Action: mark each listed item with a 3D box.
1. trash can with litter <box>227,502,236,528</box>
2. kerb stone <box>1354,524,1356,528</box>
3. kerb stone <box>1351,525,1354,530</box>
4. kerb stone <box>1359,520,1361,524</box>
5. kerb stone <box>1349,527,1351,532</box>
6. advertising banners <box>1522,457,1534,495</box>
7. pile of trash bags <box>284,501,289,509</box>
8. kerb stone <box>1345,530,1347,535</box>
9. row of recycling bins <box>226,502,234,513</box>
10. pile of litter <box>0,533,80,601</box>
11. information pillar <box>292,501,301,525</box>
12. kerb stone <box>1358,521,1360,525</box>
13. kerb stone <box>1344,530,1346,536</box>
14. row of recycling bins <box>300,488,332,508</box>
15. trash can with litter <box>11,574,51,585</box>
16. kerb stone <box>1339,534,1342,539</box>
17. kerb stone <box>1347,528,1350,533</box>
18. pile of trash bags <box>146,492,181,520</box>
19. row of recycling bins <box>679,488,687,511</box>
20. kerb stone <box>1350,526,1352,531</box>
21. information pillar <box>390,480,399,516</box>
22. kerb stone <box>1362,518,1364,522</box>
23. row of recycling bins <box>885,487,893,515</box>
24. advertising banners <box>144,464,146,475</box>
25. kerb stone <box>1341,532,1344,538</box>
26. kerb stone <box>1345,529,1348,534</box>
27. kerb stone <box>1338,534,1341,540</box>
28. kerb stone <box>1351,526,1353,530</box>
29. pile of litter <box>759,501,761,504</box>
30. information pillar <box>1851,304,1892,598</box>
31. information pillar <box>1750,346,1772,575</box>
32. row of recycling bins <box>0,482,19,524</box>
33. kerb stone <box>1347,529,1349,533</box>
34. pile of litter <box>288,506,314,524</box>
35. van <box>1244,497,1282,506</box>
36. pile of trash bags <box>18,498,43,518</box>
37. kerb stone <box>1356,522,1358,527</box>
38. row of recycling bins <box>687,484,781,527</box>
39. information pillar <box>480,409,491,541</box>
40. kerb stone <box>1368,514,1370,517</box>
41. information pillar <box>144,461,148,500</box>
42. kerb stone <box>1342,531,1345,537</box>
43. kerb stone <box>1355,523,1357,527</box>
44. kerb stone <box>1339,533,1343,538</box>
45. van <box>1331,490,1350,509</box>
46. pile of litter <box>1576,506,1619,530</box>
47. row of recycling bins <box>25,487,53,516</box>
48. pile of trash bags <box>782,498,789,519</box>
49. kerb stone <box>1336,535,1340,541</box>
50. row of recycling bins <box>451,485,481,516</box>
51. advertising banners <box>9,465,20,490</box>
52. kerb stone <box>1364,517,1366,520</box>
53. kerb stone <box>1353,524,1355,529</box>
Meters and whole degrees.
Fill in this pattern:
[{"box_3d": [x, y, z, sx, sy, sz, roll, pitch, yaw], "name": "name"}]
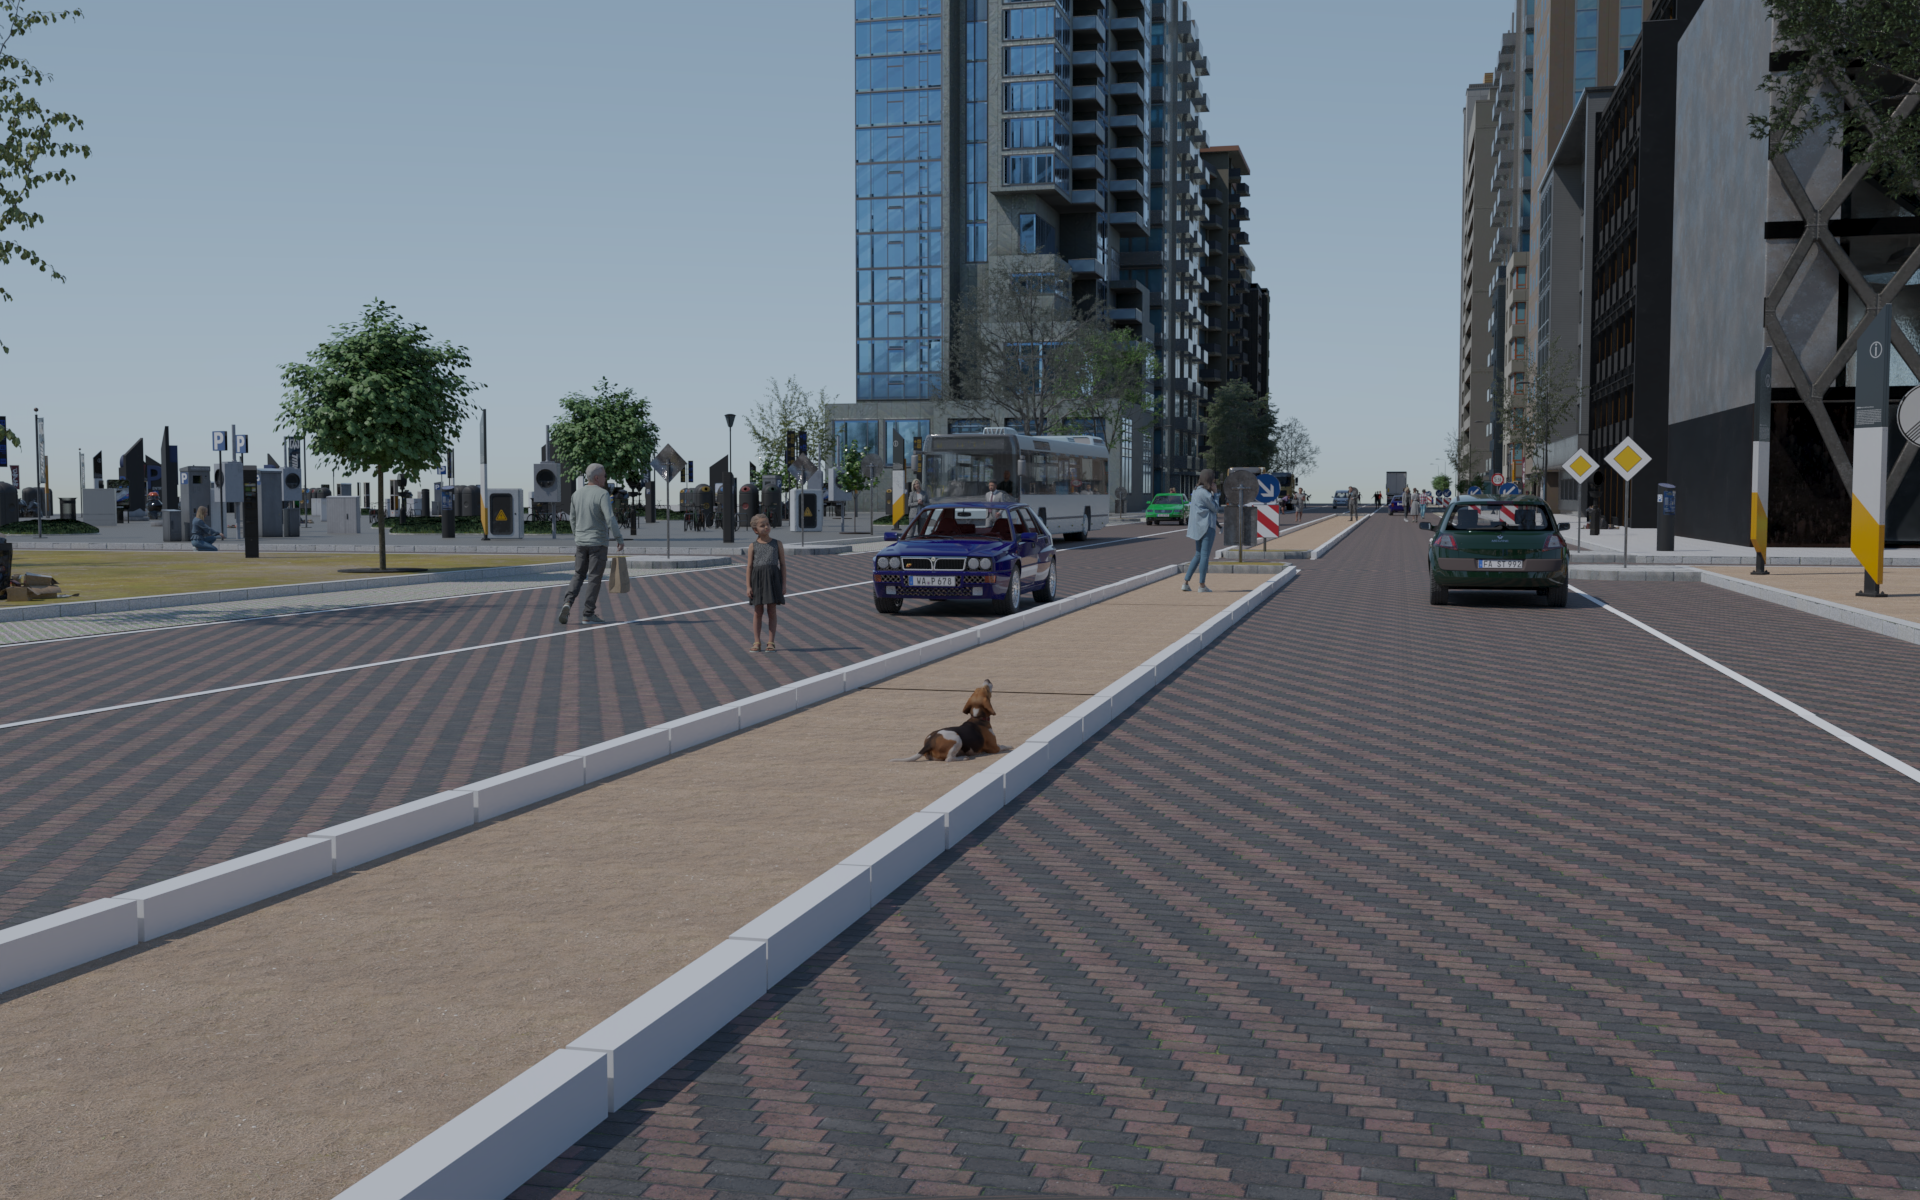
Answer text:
[{"box_3d": [-27.363, -3.365, 66.073, 1.678, 1.210, 2.233, -1, 4, -14], "name": "trash can with litter"}, {"box_3d": [15.500, -2.834, 68.634, 0.120, 0.150, 1.000, 1, 4, 14], "name": "kerb stone"}, {"box_3d": [14.747, -2.658, 65.647, 0.120, 0.150, 1.000, 1, 4, 14], "name": "kerb stone"}, {"box_3d": [17.778, -3.387, 77.576, 0.120, 0.150, 1.000, 1, 4, 14], "name": "kerb stone"}, {"box_3d": [13.986, -2.476, 62.670, 0.120, 0.150, 1.000, 1, 4, 14], "name": "kerb stone"}, {"box_3d": [26.551, -5.189, 81.034, 0.090, 3.025, 2.074, 0, 4, 5], "name": "advertising banners"}, {"box_3d": [-36.731, -5.110, 93.308, 3.447, 1.369, 1.912, 2, 4, 31], "name": "pile of trash bags"}, {"box_3d": [12.737, -2.171, 57.692, 0.120, 0.150, 1.000, 1, 4, 14], "name": "kerb stone"}, {"box_3d": [-50.087, -6.816, 118.553, 1.069, 1.692, 3.534, 2, 4, 34], "name": "row of recycling bins"}, {"box_3d": [-11.535, -0.434, 21.057, 1.176, 0.858, 1.719, 3, 4, 37], "name": "pile of litter"}, {"box_3d": [-26.631, -3.964, 69.302, 0.304, 2.012, 0.304, 2, 4, 30], "name": "information pillar"}, {"box_3d": [17.265, -3.260, 75.590, 0.120, 0.150, 1.000, 1, 4, 14], "name": "kerb stone"}, {"box_3d": [12.487, -2.110, 56.701, 0.120, 0.150, 1.000, 1, 4, 14], "name": "kerb stone"}, {"box_3d": [-41.303, -6.353, 110.989, 3.534, 1.692, 1.069, 3, 5, 45], "name": "row of recycling bins"}, {"box_3d": [-14.022, -0.813, 24.354, 2.233, 1.210, 1.678, -1, 4, -11], "name": "trash can with litter"}, {"box_3d": [11.475, -1.859, 52.727, 0.120, 0.150, 1.000, 1, 4, 14], "name": "kerb stone"}, {"box_3d": [13.494, -2.354, 60.676, 0.120, 0.150, 1.000, 1, 4, 14], "name": "kerb stone"}, {"box_3d": [-40.163, -4.755, 87.494, 3.447, 1.369, 1.912, 3, 5, 42], "name": "pile of trash bags"}, {"box_3d": [-17.613, -6.524, 113.785, 1.069, 1.692, 3.534, -1, 4, -23], "name": "row of recycling bins"}, {"box_3d": [14.245, -2.536, 63.662, 0.120, 0.150, 1.000, 1, 4, 14], "name": "kerb stone"}, {"box_3d": [-28.680, -5.096, 87.812, 0.304, 2.012, 0.304, 2, 4, 24], "name": "information pillar"}, {"box_3d": [19.282, -3.753, 83.553, 0.120, 0.150, 1.000, 1, 4, 14], "name": "kerb stone"}, {"box_3d": [-3.495, -6.099, 106.826, 1.069, 1.692, 3.534, -2, 4, -31], "name": "row of recycling bins"}, {"box_3d": [-49.018, -6.474, 102.042, 2.074, 3.025, 0.090, 0, 4, -5], "name": "advertising banners"}, {"box_3d": [11.982, -1.989, 54.718, 0.120, 0.150, 1.000, 1, 4, 14], "name": "kerb stone"}, {"box_3d": [12.989, -2.232, 58.685, 0.120, 0.150, 1.000, 1, 4, 14], "name": "kerb stone"}, {"box_3d": [11.220, -1.807, 51.736, 0.120, 0.150, 1.000, 1, 4, 14], "name": "kerb stone"}, {"box_3d": [14.500, -2.597, 64.654, 0.120, 0.150, 1.000, 1, 4, 14], "name": "kerb stone"}, {"box_3d": [-13.088, -6.169, 114.820, 1.719, 0.858, 1.176, -3, 5, -39], "name": "pile of litter"}, {"box_3d": [11.366, -1.850, 21.603, 0.183, 3.616, 0.504, -1, 4, -13], "name": "information pillar"}, {"box_3d": [12.668, -2.203, 27.377, 0.183, 3.616, 0.504, 3, 5, 44], "name": "information pillar"}, {"box_3d": [-34.185, -3.323, 61.440, 1.069, 1.692, 3.534, -3, 4, -37], "name": "row of recycling bins"}, {"box_3d": [13.240, -2.290, 59.686, 0.120, 0.150, 1.000, 1, 4, 14], "name": "kerb stone"}, {"box_3d": [-28.908, -3.777, 75.723, 1.176, 0.858, 1.719, -2, 4, -32], "name": "pile of litter"}, {"box_3d": [13.877, -4.464, 80.004, 2.013, 2.044, 4.112, 1, 4, 12], "name": "van"}, {"box_3d": [-51.576, -5.123, 93.520, 1.912, 1.369, 3.447, 2, 4, 30], "name": "pile of trash bags"}, {"box_3d": [16.514, -3.083, 72.606, 0.120, 0.150, 1.000, 1, 4, 14], "name": "kerb stone"}, {"box_3d": [-8.749, -3.723, 67.980, 3.534, 1.692, 1.069, 0, 4, 6], "name": "row of recycling bins"}, {"box_3d": [-13.148, -3.455, 47.836, 0.183, 3.616, 0.504, -2, 4, -28], "name": "information pillar"}, {"box_3d": [23.306, -4.724, 99.438, 0.120, 0.150, 1.000, 1, 4, 14], "name": "kerb stone"}, {"box_3d": [-53.603, -7.492, 113.850, 0.183, 3.616, 0.504, 1, 4, 14], "name": "information pillar"}, {"box_3d": [12.227, -2.047, 55.712, 0.120, 0.150, 1.000, 1, 4, 14], "name": "kerb stone"}, {"box_3d": [16.011, -2.959, 70.618, 0.120, 0.150, 1.000, 1, 4, 14], "name": "kerb stone"}, {"box_3d": [11.721, -1.928, 53.718, 0.120, 0.150, 1.000, 1, 4, 14], "name": "kerb stone"}, {"box_3d": [37.545, -9.978, 170.158, 2.013, 2.044, 4.112, 1, 4, 15], "name": "van"}, {"box_3d": [23.345, -3.018, 63.307, 1.176, 0.858, 1.719, -1, 4, -13], "name": "pile of litter"}, {"box_3d": [-54.275, -5.804, 102.000, 1.069, 1.692, 3.534, -1, 4, -11], "name": "row of recycling bins"}, {"box_3d": [-8.678, -4.789, 88.055, 1.912, 1.369, 3.447, 1, 4, 22], "name": "pile of trash bags"}, {"box_3d": [10.971, -1.746, 50.741, 0.120, 0.150, 1.000, 1, 4, 14], "name": "kerb stone"}, {"box_3d": [-22.703, -4.394, 78.955, 1.069, 1.692, 3.534, -2, 4, -34], "name": "row of recycling bins"}, {"box_3d": [-56.061, -6.617, 104.368, 2.074, 3.025, 0.090, -2, 4, -26], "name": "advertising banners"}, {"box_3d": [20.540, -4.056, 88.514, 0.120, 0.150, 1.000, 1, 4, 14], "name": "kerb stone"}, {"box_3d": [15.253, -2.779, 67.631, 0.120, 0.150, 1.000, 1, 4, 14], "name": "kerb stone"}]
